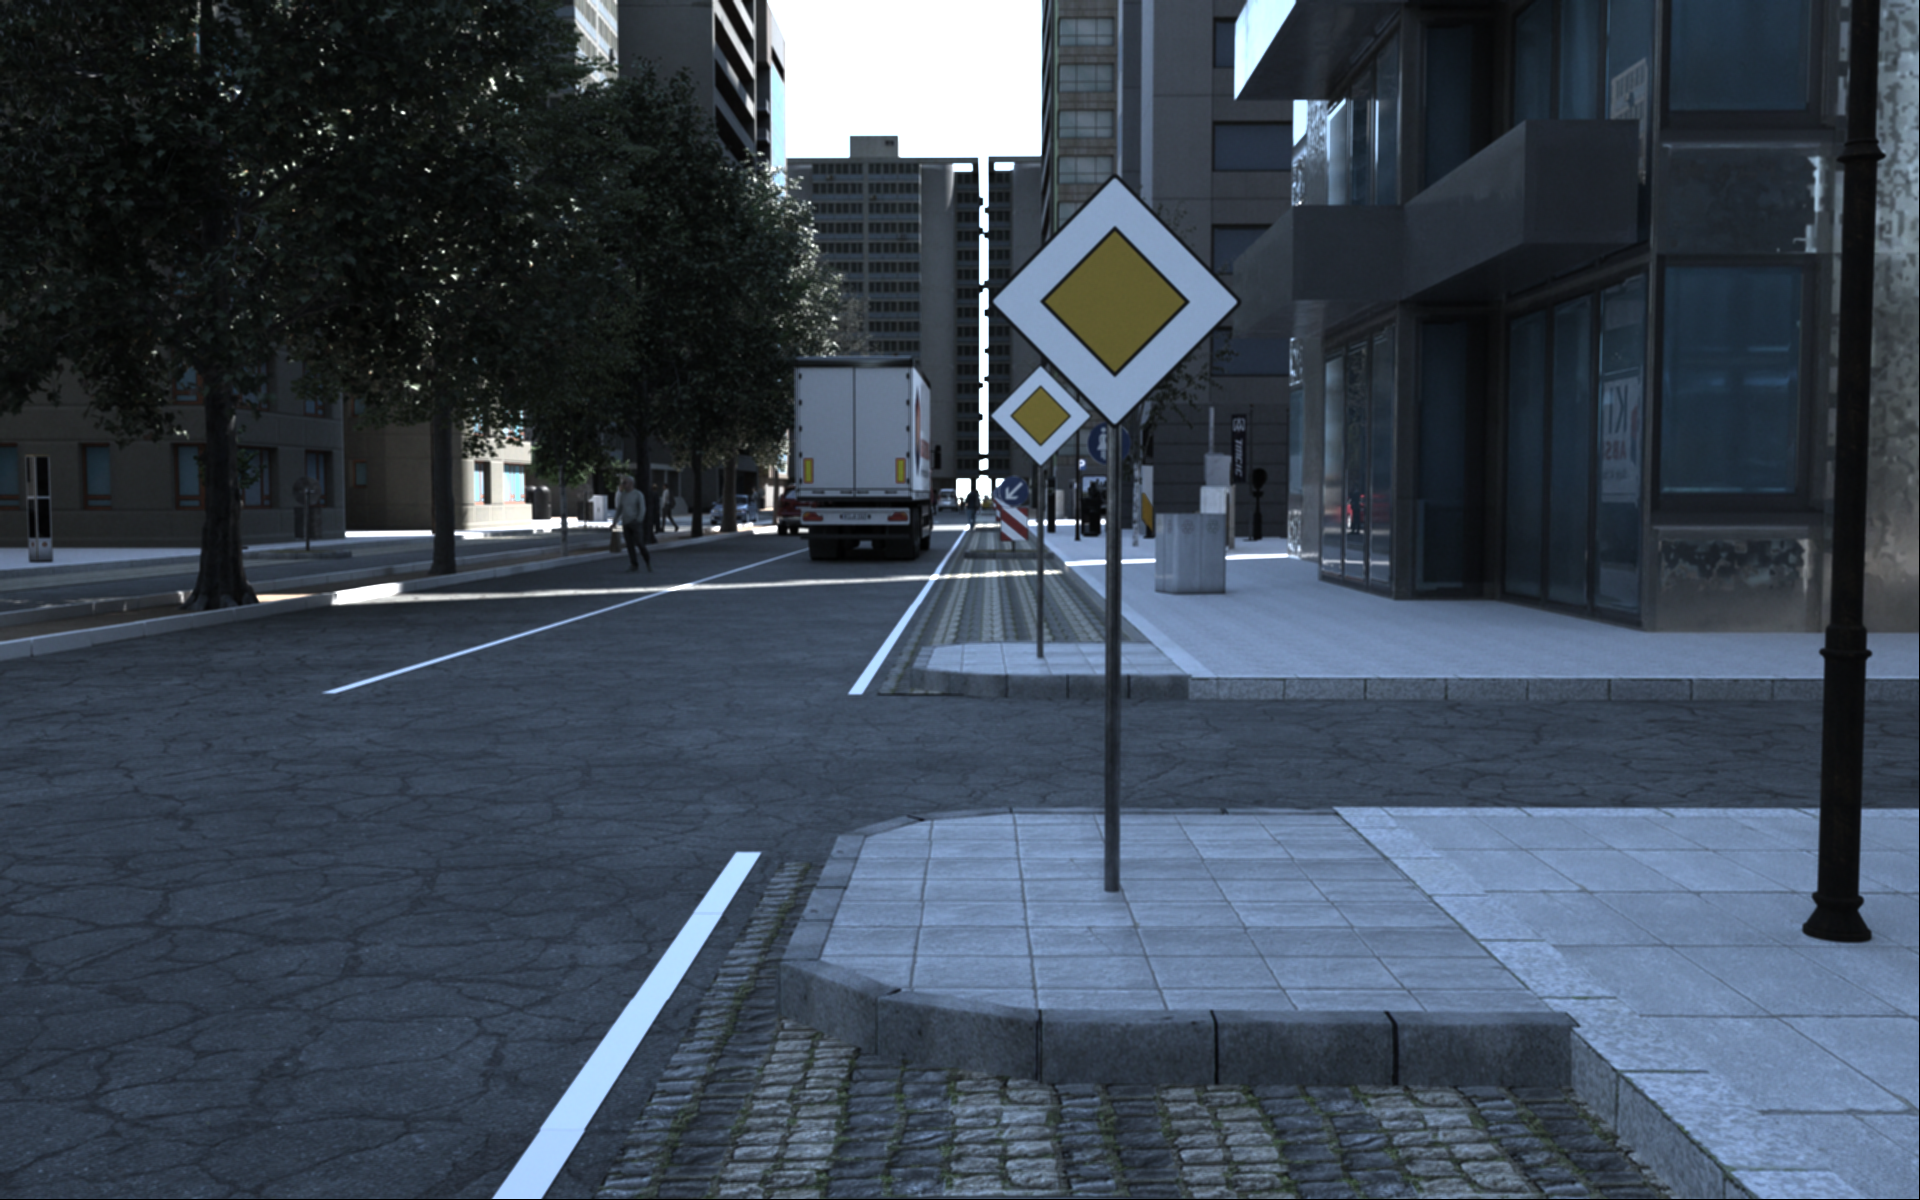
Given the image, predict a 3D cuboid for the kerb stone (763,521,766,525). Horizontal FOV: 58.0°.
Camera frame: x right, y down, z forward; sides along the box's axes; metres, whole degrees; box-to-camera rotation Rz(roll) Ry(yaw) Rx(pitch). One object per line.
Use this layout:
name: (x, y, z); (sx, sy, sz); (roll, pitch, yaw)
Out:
kerb stone: (-9.245, -3.561, 80.426); (0.120, 0.150, 1.000); (0, 4, 1)

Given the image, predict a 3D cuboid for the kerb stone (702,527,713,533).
kerb stone: (-9.511, -2.621, 65.047); (0.120, 0.150, 1.000); (0, 4, 1)

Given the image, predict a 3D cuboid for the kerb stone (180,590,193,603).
kerb stone: (-10.238, -0.052, 23.042); (0.120, 0.150, 1.000); (0, 4, 1)

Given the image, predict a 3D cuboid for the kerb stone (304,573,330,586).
kerb stone: (-10.169, -0.301, 27.145); (0.120, 0.150, 1.000); (0, 4, 1)

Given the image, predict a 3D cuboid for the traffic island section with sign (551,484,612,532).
traffic island section with sign: (-14.228, -3.474, 65.430); (1.989, 1.847, 2.006); (0, 4, 1)

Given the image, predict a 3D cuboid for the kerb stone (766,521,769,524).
kerb stone: (-9.229, -3.620, 81.448); (0.120, 0.150, 1.000); (0, 4, 1)

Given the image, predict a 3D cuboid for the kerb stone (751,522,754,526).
kerb stone: (-9.314, -3.307, 76.323); (0.120, 0.150, 1.000); (0, 4, 1)

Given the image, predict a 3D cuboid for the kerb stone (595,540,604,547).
kerb stone: (-9.833, -1.492, 46.609); (0.120, 0.150, 1.000); (0, 4, 1)

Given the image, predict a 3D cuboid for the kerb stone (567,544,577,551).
kerb stone: (-9.881, -1.300, 43.530); (0.120, 0.150, 1.000); (0, 4, 1)

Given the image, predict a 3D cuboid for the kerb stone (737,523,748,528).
kerb stone: (-9.347, -3.185, 74.273); (0.120, 0.150, 1.000); (0, 4, 1)

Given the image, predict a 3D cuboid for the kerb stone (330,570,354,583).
kerb stone: (-10.148, -0.364, 28.170); (0.120, 0.150, 1.000); (0, 4, 1)

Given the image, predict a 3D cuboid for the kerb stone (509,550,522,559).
kerb stone: (-9.973, -0.992, 38.408); (0.120, 0.150, 1.000); (0, 4, 1)

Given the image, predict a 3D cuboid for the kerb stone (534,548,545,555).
kerb stone: (-9.943, -1.116, 40.460); (0.120, 0.150, 1.000); (0, 4, 1)

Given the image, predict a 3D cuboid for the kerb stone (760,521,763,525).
kerb stone: (-9.262, -3.499, 79.404); (0.120, 0.150, 1.000); (0, 4, 1)

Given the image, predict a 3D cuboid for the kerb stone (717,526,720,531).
kerb stone: (-9.480, -2.746, 67.099); (0.120, 0.150, 1.000); (0, 4, 1)

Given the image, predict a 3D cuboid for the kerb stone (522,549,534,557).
kerb stone: (-9.953, -1.050, 39.431); (0.120, 0.150, 1.000); (0, 4, 1)

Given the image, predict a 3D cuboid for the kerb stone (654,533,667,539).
kerb stone: (-9.669, -2.058, 55.847); (0.120, 0.150, 1.000); (0, 4, 1)

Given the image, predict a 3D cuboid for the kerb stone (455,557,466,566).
kerb stone: (-10.046, -0.741, 34.311); (0.120, 0.150, 1.000); (0, 4, 1)

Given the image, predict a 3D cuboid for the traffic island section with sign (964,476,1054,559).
traffic island section with sign: (1.089, -1.842, 38.738); (1.989, 1.847, 2.006); (0, 4, 1)

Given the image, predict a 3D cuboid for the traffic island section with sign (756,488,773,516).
traffic island section with sign: (-13.353, -6.544, 115.623); (1.989, 1.847, 2.006); (0, 4, 1)

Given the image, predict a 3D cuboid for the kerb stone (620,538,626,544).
kerb stone: (-9.759, -1.744, 50.715); (0.120, 0.150, 1.000); (0, 4, 1)

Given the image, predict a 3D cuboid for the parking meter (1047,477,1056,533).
parking meter: (3.043, -3.176, 57.642); (0.255, 1.863, 0.399); (0, 4, 6)

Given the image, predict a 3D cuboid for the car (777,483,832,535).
car: (-5.290, -3.253, 61.862); (2.281, 1.827, 5.304); (0, 4, 2)

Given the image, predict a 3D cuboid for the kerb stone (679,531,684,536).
kerb stone: (-9.620, -2.246, 58.914); (0.120, 0.150, 1.000); (0, 4, 1)

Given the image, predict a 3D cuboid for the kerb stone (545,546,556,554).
kerb stone: (-9.918, -1.173, 41.482); (0.120, 0.150, 1.000); (0, 4, 1)

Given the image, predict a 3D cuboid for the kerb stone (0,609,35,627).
kerb stone: (-10.304, 0.199, 18.942); (0.120, 0.150, 1.000); (0, 4, 1)

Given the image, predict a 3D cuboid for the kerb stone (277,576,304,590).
kerb stone: (-10.184, -0.236, 26.115); (0.120, 0.150, 1.000); (0, 4, 1)

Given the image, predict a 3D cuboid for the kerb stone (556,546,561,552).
kerb stone: (-9.899, -1.238, 42.508); (0.120, 0.150, 1.000); (0, 4, 1)

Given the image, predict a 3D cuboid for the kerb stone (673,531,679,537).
kerb stone: (-9.632, -2.182, 57.892); (0.120, 0.150, 1.000); (0, 4, 1)

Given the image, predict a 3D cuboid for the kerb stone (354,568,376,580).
kerb stone: (-10.128, -0.428, 29.192); (0.120, 0.150, 1.000); (0, 4, 1)

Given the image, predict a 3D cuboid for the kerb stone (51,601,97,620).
kerb stone: (-10.296, 0.136, 19.964); (0.120, 0.150, 1.000); (0, 4, 1)

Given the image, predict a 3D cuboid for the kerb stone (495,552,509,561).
kerb stone: (-9.994, -0.926, 37.385); (0.120, 0.150, 1.000); (0, 4, 1)

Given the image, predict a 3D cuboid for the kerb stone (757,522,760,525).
kerb stone: (-9.278, -3.436, 78.382); (0.120, 0.150, 1.000); (0, 4, 1)

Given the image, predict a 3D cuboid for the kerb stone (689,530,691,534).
kerb stone: (-9.586, -2.371, 60.959); (0.120, 0.150, 1.000); (0, 4, 1)

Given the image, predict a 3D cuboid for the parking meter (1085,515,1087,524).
parking meter: (5.469, -4.269, 75.502); (0.399, 1.863, 0.255); (-3, 5, -44)

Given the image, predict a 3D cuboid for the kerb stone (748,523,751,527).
kerb stone: (-9.338, -3.246, 75.295); (0.120, 0.150, 1.000); (0, 4, 1)

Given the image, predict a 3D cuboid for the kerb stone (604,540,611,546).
kerb stone: (-9.813, -1.556, 47.631); (0.120, 0.150, 1.000); (0, 4, 1)

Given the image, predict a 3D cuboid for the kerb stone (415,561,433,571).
kerb stone: (-10.076, -0.616, 32.267); (0.120, 0.150, 1.000); (0, 4, 1)

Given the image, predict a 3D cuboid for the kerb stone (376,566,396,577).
kerb stone: (-10.110, -0.490, 30.214); (0.120, 0.150, 1.000); (0, 4, 1)

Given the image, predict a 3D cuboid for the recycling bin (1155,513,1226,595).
recycling bin: (2.991, -0.609, 22.506); (0.722, 1.027, 0.722); (-1, 4, -15)

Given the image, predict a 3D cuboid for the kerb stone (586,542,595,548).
kerb stone: (-9.850, -1.430, 45.580); (0.120, 0.150, 1.000); (0, 4, 1)

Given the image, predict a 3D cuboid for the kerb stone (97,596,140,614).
kerb stone: (-10.274, 0.074, 20.990); (0.120, 0.150, 1.000); (0, 4, 1)

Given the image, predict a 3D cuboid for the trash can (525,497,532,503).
trash can: (-21.058, -4.408, 83.728); (0.748, 1.137, 0.748); (0, 3, 0)

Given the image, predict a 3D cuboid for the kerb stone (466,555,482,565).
kerb stone: (-10.021, -0.798, 35.336); (0.120, 0.150, 1.000); (0, 4, 1)

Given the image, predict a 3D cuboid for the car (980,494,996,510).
car: (2.760, -8.520, 149.523); (2.015, 1.641, 3.980); (0, 4, -1)

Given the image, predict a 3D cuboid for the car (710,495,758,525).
car: (-10.762, -4.333, 82.850); (2.014, 1.417, 4.499); (0, 4, 2)

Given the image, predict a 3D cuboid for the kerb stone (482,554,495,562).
kerb stone: (-10.011, -0.861, 36.361); (0.120, 0.150, 1.000); (0, 4, 1)

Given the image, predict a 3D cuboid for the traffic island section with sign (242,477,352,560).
traffic island section with sign: (-14.685, -1.826, 38.478); (1.989, 1.847, 2.006); (0, 4, 1)

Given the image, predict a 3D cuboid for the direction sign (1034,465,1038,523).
direction sign: (3.511, -5.229, 77.486); (0.379, 3.537, 0.876); (0, 4, -3)

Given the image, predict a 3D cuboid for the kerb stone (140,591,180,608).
kerb stone: (-10.249, 0.011, 22.017); (0.120, 0.150, 1.000); (0, 4, 1)

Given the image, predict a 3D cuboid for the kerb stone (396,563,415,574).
kerb stone: (-10.096, -0.547, 31.240); (0.120, 0.150, 1.000); (0, 4, 1)

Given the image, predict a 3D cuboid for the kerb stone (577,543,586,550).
kerb stone: (-9.865, -1.364, 44.552); (0.120, 0.150, 1.000); (0, 4, 1)

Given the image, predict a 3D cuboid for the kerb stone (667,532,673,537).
kerb stone: (-9.656, -2.121, 56.869); (0.120, 0.150, 1.000); (0, 4, 1)

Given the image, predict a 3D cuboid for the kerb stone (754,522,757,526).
kerb stone: (-9.306, -3.374, 77.354); (0.120, 0.150, 1.000); (0, 4, 1)

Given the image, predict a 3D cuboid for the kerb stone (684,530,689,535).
kerb stone: (-9.604, -2.303, 59.937); (0.120, 0.150, 1.000); (0, 4, 1)

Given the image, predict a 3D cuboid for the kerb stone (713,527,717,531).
kerb stone: (-9.496, -2.681, 66.071); (0.120, 0.150, 1.000); (0, 4, 1)

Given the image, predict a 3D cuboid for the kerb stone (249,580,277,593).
kerb stone: (-10.202, -0.177, 25.092); (0.120, 0.150, 1.000); (0, 4, 1)

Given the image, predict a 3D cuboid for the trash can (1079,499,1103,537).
trash can: (3.957, -2.491, 52.380); (0.748, 1.137, 0.748); (0, 3, 0)
